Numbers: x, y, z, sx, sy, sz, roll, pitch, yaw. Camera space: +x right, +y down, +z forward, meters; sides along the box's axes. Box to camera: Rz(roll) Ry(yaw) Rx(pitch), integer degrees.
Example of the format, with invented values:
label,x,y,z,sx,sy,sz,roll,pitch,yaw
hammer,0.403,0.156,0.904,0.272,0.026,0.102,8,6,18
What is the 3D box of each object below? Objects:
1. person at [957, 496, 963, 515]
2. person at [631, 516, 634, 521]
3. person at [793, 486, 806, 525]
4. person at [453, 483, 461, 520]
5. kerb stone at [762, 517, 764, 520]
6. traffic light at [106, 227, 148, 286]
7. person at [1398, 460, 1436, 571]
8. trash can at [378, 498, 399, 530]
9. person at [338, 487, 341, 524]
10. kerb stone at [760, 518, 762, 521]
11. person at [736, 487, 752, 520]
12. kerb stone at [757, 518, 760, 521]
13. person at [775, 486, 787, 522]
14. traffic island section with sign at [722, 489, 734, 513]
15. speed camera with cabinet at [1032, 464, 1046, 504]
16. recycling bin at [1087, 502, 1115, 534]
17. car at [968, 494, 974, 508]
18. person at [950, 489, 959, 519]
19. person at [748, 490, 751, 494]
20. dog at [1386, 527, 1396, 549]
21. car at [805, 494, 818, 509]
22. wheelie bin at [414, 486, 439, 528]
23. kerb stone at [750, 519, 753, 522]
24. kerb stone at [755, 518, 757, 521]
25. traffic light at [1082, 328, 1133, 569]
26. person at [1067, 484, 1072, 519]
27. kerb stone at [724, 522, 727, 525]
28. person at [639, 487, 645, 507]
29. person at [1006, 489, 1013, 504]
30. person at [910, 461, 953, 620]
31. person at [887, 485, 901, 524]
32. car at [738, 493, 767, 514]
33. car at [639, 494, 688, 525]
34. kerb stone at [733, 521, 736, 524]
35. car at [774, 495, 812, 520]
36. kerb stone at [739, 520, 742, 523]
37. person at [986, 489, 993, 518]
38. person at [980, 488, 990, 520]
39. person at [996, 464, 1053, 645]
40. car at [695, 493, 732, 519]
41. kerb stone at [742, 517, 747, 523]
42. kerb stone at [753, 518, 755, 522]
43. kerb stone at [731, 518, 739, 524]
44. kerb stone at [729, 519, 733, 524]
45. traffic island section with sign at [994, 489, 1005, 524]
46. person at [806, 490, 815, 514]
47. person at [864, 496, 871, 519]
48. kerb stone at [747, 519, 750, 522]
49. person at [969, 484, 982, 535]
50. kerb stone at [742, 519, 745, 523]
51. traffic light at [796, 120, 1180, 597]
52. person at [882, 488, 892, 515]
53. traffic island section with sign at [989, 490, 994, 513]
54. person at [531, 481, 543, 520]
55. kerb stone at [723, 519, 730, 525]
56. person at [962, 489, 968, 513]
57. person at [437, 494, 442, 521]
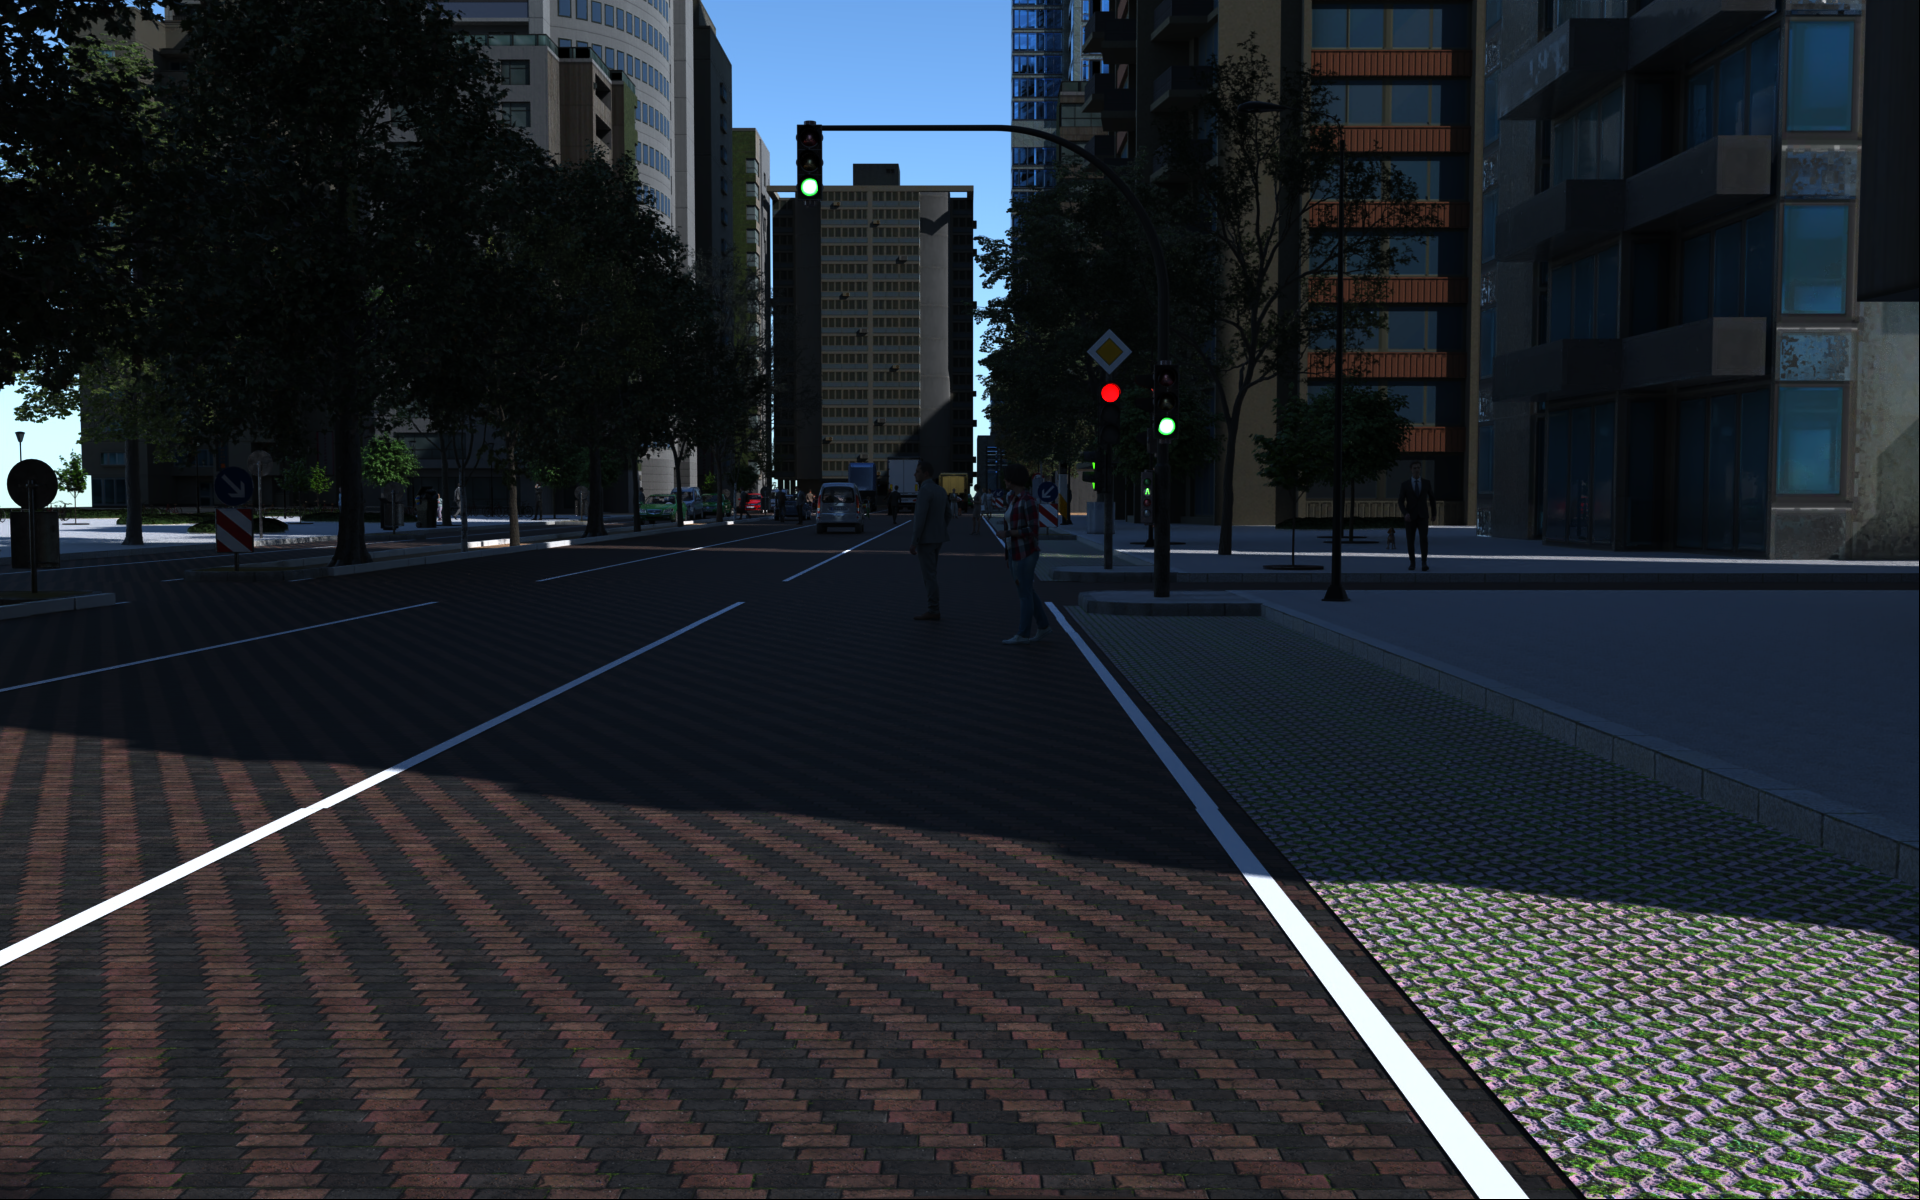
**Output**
label,x,y,z,sx,sy,sz,roll,pitch,yaw
person,-0.172,-6.358,115.640,0.628,1.438,0.799,1,4,18
person,-17.059,-4.790,91.064,0.590,1.304,0.306,-3,5,-44
person,-7.513,-4.425,81.029,0.473,1.802,0.592,-3,5,-42
person,-25.017,-4.919,86.570,0.679,1.850,0.850,3,4,36
kerb stone,-10.795,-4.345,93.238,0.120,0.150,1.000,0,4,0
traffic light,-16.255,-3.358,29.571,4.771,5.953,1.251,0,4,0
person,7.673,-1.418,29.000,0.659,1.850,0.755,1,4,9
trash can,-20.302,-3.056,61.612,0.748,1.137,0.748,0,3,0
person,-26.566,-4.075,74.486,0.589,1.601,0.330,3,5,45
kerb stone,-10.792,-4.282,92.216,0.120,0.150,1.000,0,4,0
person,-12.015,-5.365,96.183,0.822,1.834,0.622,0,4,2
kerb stone,-10.795,-4.219,91.182,0.120,0.150,1.000,0,4,0
person,-9.055,-4.839,87.588,0.622,1.834,0.822,0,4,4
traffic island section with sign,-17.757,-7.511,131.435,1.989,1.847,2.006,0,4,0
speed camera with cabinet,4.667,-6.465,100.041,0.660,3.252,2.038,1,4,16
recycling bin,4.529,-2.636,55.659,0.722,1.027,0.722,-1,4,-18
car,0.474,-10.185,175.324,1.959,1.807,4.718,0,4,1
person,-0.340,-5.625,101.026,0.519,1.759,0.362,-2,4,-23
person,-21.305,-10.377,175.695,1.348,1.826,0.705,-3,4,-37
dog,10.058,-1.440,40.370,0.406,0.507,0.540,-2,4,-26
car,-14.667,-9.773,168.821,2.155,1.783,4.494,0,4,0
wheelie bin,-20.206,-3.537,65.739,0.693,1.594,0.980,1,4,22
kerb stone,-10.801,-4.031,88.110,0.120,0.150,1.000,0,4,0
kerb stone,-10.796,-4.155,90.156,0.120,0.150,1.000,0,4,0
traffic light,2.514,-2.482,29.496,0.839,4.253,0.868,0,4,0
person,5.461,-5.089,89.419,0.590,1.801,0.661,-3,4,-37
kerb stone,-10.834,-3.467,78.877,0.120,0.150,1.000,0,4,0
person,-17.632,-5.354,96.132,0.767,1.812,0.694,-2,4,-30
person,2.705,-4.896,88.657,0.679,1.850,0.850,0,4,-7
person,-0.346,-0.682,19.752,0.391,1.810,0.635,1,4,17
person,-3.123,-4.605,83.575,0.659,1.850,0.755,1,4,16
car,-15.274,-7.272,127.944,2.155,1.783,4.494,0,4,-1
car,-14.096,-4.308,82.233,2.131,1.459,4.920,0,4,0
kerb stone,-10.824,-3.648,81.948,0.120,0.150,1.000,0,4,0
car,-9.204,-5.095,95.309,2.014,1.417,4.499,0,3,0
kerb stone,-10.813,-3.780,84.004,0.120,0.150,1.000,0,4,0
person,1.659,-5.661,101.624,0.480,1.755,0.524,2,4,30
person,1.344,-5.259,94.841,0.624,1.780,0.694,2,4,28
person,0.628,-0.442,16.568,0.643,1.720,0.563,-1,4,-13
car,-14.491,-5.679,101.652,1.959,1.807,4.718,0,4,0
kerb stone,-10.811,-3.905,86.049,0.120,0.150,1.000,0,4,0
kerb stone,-10.800,-4.094,89.132,0.120,0.150,1.000,0,4,0
kerb stone,-10.822,-3.710,82.976,0.120,0.150,1.000,0,4,0
kerb stone,-10.829,-3.592,80.921,0.120,0.150,1.000,0,4,0
traffic island section with sign,2.718,-4.483,81.921,1.989,1.847,2.006,0,4,0
person,-10.837,-7.117,125.389,0.617,1.759,0.750,1,4,10
person,-5.233,-5.202,97.807,0.590,1.304,0.306,-3,5,-43
kerb stone,-10.813,-3.969,87.088,0.120,0.150,1.000,0,4,0
person,0.549,-3.172,60.711,0.374,1.781,0.599,-1,4,-14
kerb stone,-10.812,-3.836,85.027,0.120,0.150,1.000,0,4,0
traffic light,0.398,-2.857,21.376,4.771,5.953,1.251,0,4,0
person,-4.714,-6.570,116.055,0.705,1.807,1.348,-3,5,-39
traffic island section with sign,2.867,-7.549,132.055,1.989,1.847,2.006,0,4,0
person,-20.699,-4.858,84.828,0.474,1.900,0.648,-3,4,-39
kerb stone,-10.835,-3.529,79.899,0.120,0.150,1.000,0,4,0
person,0.394,-7.604,132.925,0.705,1.812,1.348,1,4,17
person,-24.984,-4.450,83.085,0.425,1.301,0.394,0,4,3
